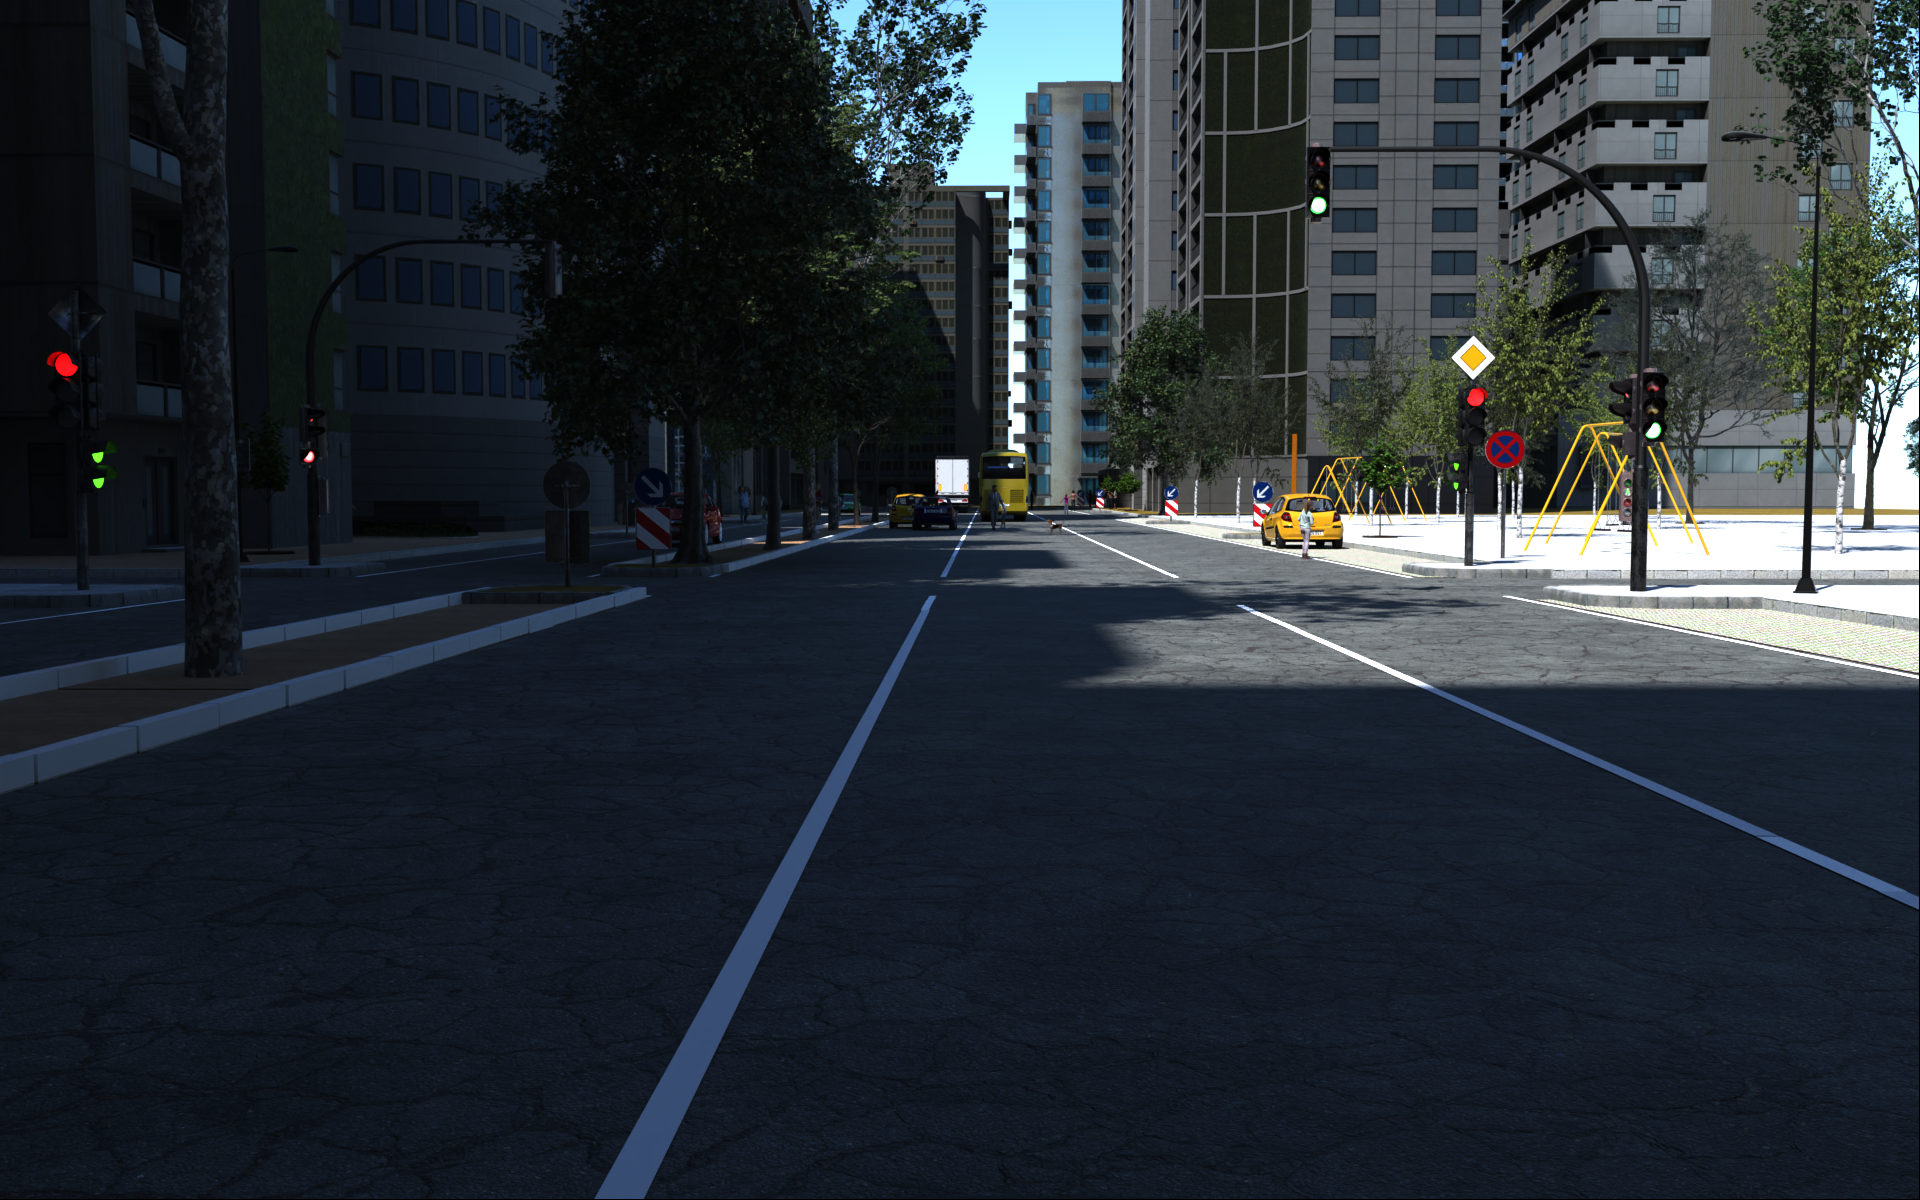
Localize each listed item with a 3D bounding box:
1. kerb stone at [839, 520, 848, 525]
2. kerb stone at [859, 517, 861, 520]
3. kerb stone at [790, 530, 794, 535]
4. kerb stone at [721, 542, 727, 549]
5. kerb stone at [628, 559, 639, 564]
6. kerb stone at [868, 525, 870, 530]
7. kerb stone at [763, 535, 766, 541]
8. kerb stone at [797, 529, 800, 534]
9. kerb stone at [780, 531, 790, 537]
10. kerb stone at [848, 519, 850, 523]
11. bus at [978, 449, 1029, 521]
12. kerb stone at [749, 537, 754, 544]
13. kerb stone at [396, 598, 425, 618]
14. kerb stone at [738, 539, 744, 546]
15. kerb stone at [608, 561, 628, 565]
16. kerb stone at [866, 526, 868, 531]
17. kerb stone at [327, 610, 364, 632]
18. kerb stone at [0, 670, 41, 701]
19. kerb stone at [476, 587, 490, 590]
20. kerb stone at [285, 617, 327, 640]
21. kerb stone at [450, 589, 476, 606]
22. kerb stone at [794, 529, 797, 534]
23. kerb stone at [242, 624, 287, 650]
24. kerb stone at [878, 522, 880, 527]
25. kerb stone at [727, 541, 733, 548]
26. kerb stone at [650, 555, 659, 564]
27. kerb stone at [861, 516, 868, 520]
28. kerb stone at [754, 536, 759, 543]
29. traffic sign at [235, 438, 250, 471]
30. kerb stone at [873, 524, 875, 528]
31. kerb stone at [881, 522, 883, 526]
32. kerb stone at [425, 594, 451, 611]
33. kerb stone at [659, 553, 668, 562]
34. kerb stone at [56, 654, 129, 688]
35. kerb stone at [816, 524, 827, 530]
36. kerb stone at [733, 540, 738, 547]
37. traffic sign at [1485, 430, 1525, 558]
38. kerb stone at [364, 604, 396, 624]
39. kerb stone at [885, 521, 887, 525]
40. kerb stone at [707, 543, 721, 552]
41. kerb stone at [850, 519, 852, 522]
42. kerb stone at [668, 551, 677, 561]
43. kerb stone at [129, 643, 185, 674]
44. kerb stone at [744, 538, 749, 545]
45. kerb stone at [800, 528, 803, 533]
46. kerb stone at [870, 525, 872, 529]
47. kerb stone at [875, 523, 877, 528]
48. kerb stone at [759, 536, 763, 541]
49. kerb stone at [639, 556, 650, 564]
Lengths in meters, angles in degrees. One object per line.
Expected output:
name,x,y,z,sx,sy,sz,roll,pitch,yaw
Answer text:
kerb stone,-5.602,-3.745,83.433,0.120,0.150,1.000,0,4,1
kerb stone,-5.473,-4.247,91.634,0.120,0.150,1.000,0,4,1
kerb stone,-5.949,-2.304,59.871,0.120,0.150,1.000,0,4,1
kerb stone,-6.188,-1.360,44.501,0.120,0.150,1.000,0,4,1
kerb stone,-6.355,-0.668,33.195,0.120,0.150,1.000,0,4,1
kerb stone,-3.731,-2.803,68.032,0.120,0.150,1.000,0,4,1
kerb stone,-6.063,-1.864,52.698,0.120,0.150,1.000,0,4,1
kerb stone,-5.921,-2.429,61.915,0.120,0.150,1.000,0,4,1
kerb stone,-5.970,-2.233,58.850,0.120,0.150,1.000,0,4,1
kerb stone,-5.590,-3.808,84.459,0.120,0.150,1.000,0,4,1
bus,2.358,-6.294,94.459,2.896,3.916,12.252,0,4,1
kerb stone,-6.110,-1.678,49.627,0.120,0.150,1.000,0,4,1
kerb stone,-6.545,0.111,20.381,0.120,0.150,1.000,0,4,1
kerb stone,-6.148,-1.552,47.583,0.120,0.150,1.000,0,4,1
kerb stone,-6.370,-0.610,32.162,0.120,0.150,1.000,0,4,1
kerb stone,-3.749,-2.740,67.010,0.120,0.150,1.000,0,4,1
kerb stone,-6.578,0.239,18.325,0.120,0.150,1.000,0,4,1
kerb stone,-6.667,0.613,12.167,0.120,0.150,1.000,0,4,1
kerb stone,-6.492,-0.074,23.449,0.120,0.150,1.000,0,4,1
kerb stone,-6.597,0.302,17.302,0.120,0.150,1.000,0,4,1
kerb stone,-6.510,-0.014,22.427,0.120,0.150,1.000,0,4,1
kerb stone,-5.943,-2.367,60.893,0.120,0.150,1.000,0,4,1
kerb stone,-6.611,0.362,16.276,0.120,0.150,1.000,0,4,1
kerb stone,-3.639,-3.174,74.177,0.120,0.150,1.000,0,4,1
kerb stone,-6.164,-1.427,45.527,0.120,0.150,1.000,0,4,1
kerb stone,-6.328,-0.798,35.239,0.120,0.150,1.000,0,4,1
kerb stone,-5.400,-4.557,96.776,0.120,0.150,1.000,0,4,1
kerb stone,-6.093,-1.737,50.653,0.120,0.150,1.000,0,4,1
traffic sign,-13.266,-1.806,31.651,0.606,2.300,0.079,0,4,6
kerb stone,-3.679,-2.992,71.111,0.120,0.150,1.000,0,4,1
kerb stone,-3.600,-3.304,76.242,0.120,0.150,1.000,0,4,1
kerb stone,-6.543,0.048,21.403,0.120,0.150,1.000,0,4,1
kerb stone,-6.311,-0.861,36.272,0.120,0.150,1.000,0,4,1
kerb stone,-6.655,0.551,13.189,0.120,0.150,1.000,0,4,1
kerb stone,-5.770,-3.051,72.167,0.120,0.150,1.000,0,4,1
kerb stone,-6.158,-1.490,46.561,0.120,0.150,1.000,0,4,1
traffic sign,10.832,-2.103,34.491,0.768,2.556,0.104,0,4,8
kerb stone,-6.561,0.174,19.346,0.120,0.150,1.000,0,4,1
kerb stone,-3.568,-3.489,79.327,0.120,0.150,1.000,0,4,1
kerb stone,-6.199,-1.301,43.468,0.120,0.150,1.000,0,4,1
kerb stone,-5.568,-3.865,85.481,0.120,0.150,1.000,0,4,1
kerb stone,-6.288,-0.924,37.300,0.120,0.150,1.000,0,4,1
kerb stone,-6.637,0.491,14.211,0.120,0.150,1.000,0,4,1
kerb stone,-6.119,-1.615,48.605,0.120,0.150,1.000,0,4,1
kerb stone,-5.917,-2.490,62.938,0.120,0.150,1.000,0,4,1
kerb stone,-3.715,-2.865,69.065,0.120,0.150,1.000,0,4,1
kerb stone,-3.666,-3.051,72.133,0.120,0.150,1.000,0,4,1
kerb stone,-6.080,-1.796,51.675,0.120,0.150,1.000,0,4,1
kerb stone,-6.341,-0.735,34.217,0.120,0.150,1.000,0,4,1
